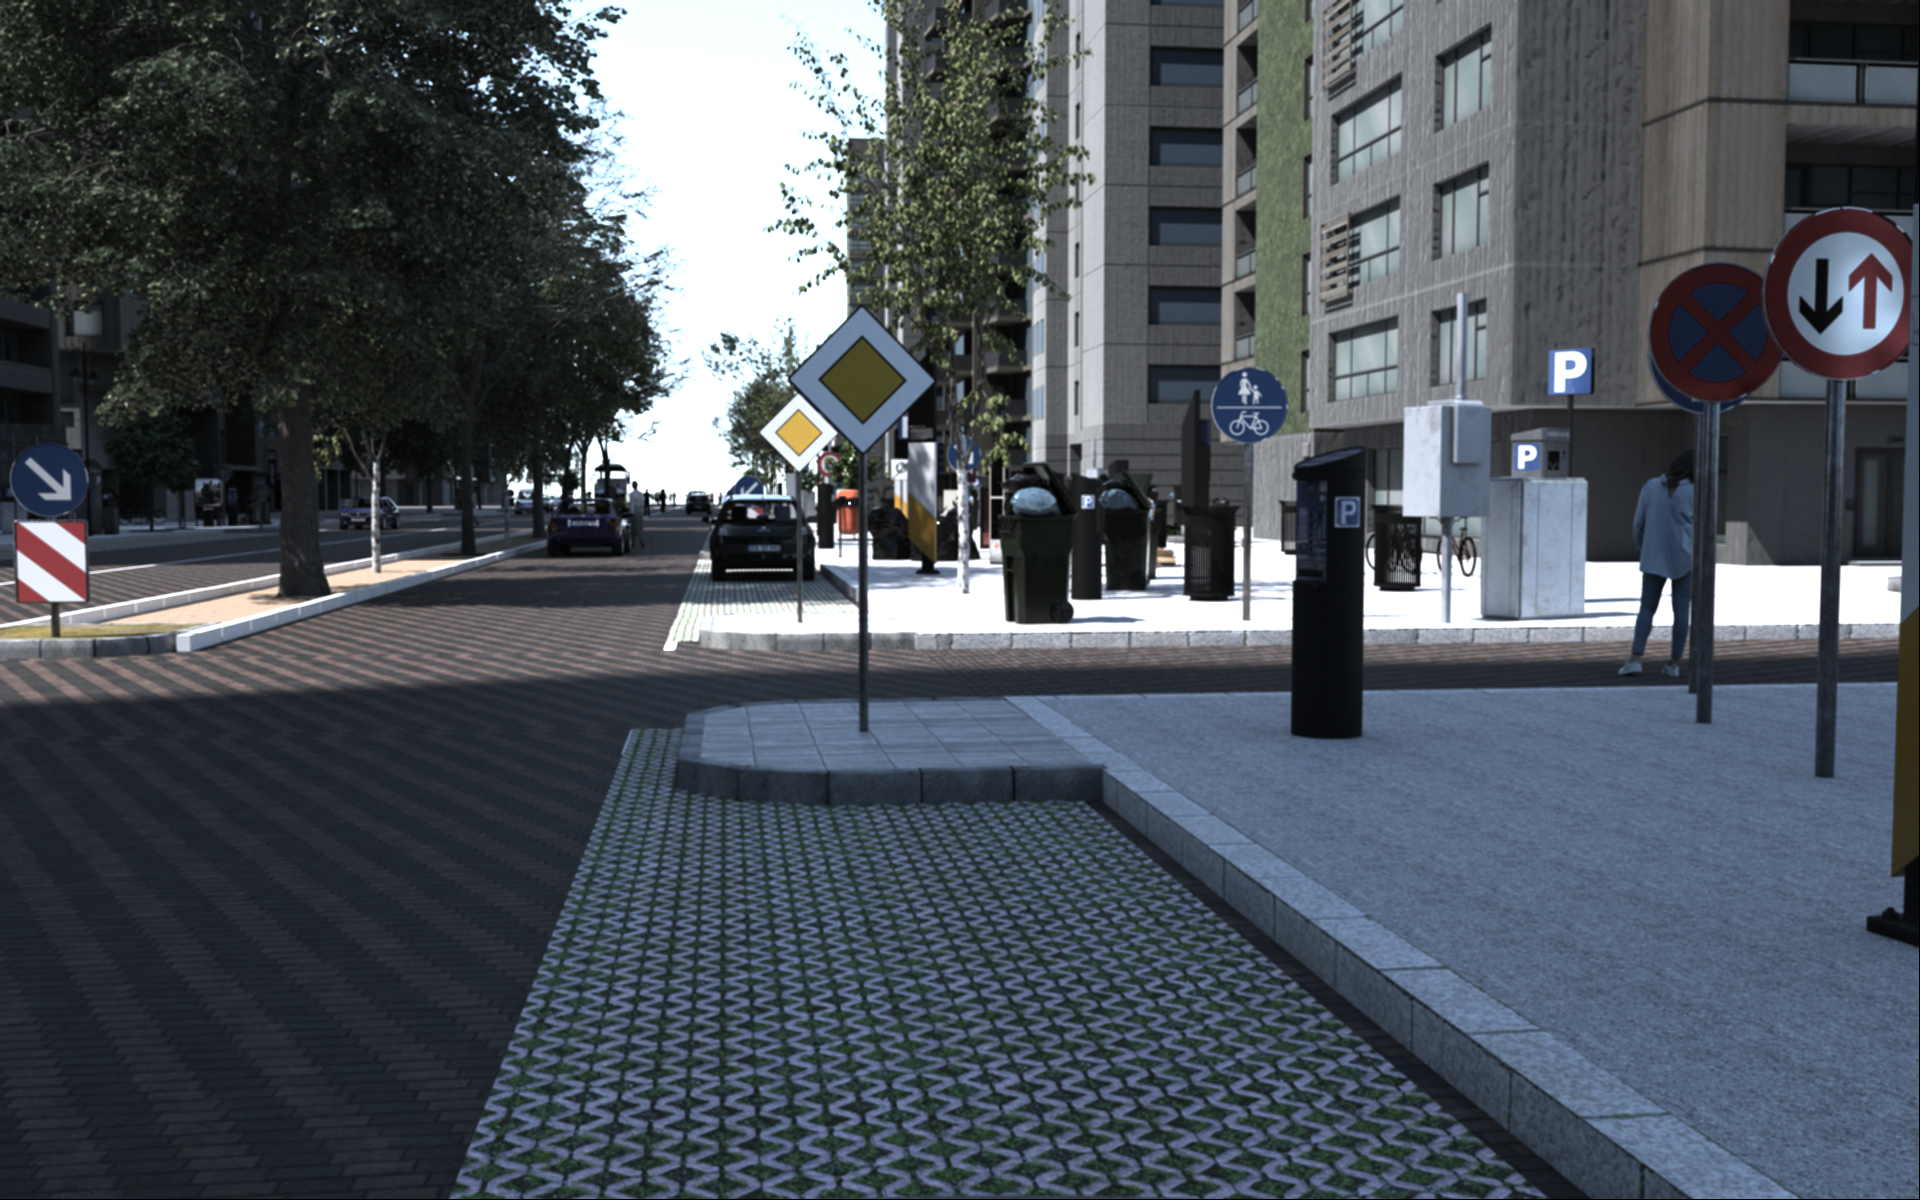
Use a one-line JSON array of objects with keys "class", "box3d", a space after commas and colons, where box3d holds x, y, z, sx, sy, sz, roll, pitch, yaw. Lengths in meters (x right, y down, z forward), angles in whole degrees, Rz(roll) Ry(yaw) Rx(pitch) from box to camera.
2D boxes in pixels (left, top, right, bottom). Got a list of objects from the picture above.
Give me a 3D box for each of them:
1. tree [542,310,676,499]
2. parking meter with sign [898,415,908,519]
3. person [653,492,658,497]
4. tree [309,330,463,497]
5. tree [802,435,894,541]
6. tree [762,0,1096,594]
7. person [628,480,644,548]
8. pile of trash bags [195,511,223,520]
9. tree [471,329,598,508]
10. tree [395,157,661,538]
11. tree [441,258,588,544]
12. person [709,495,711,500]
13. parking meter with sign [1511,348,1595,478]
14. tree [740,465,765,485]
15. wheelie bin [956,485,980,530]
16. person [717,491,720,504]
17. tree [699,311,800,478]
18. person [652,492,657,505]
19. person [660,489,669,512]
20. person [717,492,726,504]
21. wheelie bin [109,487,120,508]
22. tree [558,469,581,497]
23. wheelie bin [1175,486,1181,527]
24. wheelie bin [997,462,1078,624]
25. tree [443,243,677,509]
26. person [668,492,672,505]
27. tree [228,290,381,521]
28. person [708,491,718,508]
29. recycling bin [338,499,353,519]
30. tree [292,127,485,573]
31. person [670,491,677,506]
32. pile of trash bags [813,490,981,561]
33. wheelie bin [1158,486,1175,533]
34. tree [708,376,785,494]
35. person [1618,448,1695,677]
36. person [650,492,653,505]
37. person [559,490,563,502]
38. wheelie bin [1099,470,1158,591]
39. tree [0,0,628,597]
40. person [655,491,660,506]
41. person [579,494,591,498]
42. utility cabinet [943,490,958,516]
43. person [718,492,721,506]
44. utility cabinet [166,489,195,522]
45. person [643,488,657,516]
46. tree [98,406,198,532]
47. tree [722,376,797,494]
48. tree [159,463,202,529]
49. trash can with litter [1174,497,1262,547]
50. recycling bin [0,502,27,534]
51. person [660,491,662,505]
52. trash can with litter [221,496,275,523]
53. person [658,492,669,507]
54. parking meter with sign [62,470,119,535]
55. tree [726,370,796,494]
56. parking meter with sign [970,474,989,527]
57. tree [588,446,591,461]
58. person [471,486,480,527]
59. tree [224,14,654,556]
[{"class": "tree", "box3d": [-17.575, -9.632, 85.693, 9.928, 11.665, 9.643, 0, 3, 0]}, {"class": "parking meter with sign", "box3d": [-0.896, -2.510, 37.295, 0.543, 3.016, 1.738, -1, 4, -14]}, {"class": "person", "box3d": [-41.177, -13.839, 235.499, 1.217, 1.736, 0.721, -2, 4, -25]}, {"class": "tree", "box3d": [-33.048, -11.137, 99.094, 9.611, 12.733, 9.660, 0, 3, 0]}, {"class": "tree", "box3d": [-3.030, -3.245, 47.663, 1.663, 3.219, 1.824, 0, 3, 0]}, {"class": "tree", "box3d": [-0.123, -4.373, 21.853, 4.737, 8.622, 4.395, 0, 3, 0]}, {"class": "person", "box3d": [-8.621, -2.294, 46.241, 0.478, 1.798, 0.641, -2, 4, -31]}, {"class": "pile of trash bags", "box3d": [-38.611, -4.722, 86.955, 3.447, 1.369, 1.912, 2, 4, 30]}, {"class": "tree", "box3d": [-41.811, -18.542, 159.057, 12.611, 20.169, 13.585, 0, 3, 0]}, {"class": "tree", "box3d": [-13.553, -8.261, 55.646, 7.486, 12.596, 7.792, 0, 3, 0]}, {"class": "tree", "box3d": [-12.740, -5.849, 48.447, 4.360, 8.622, 3.978, 0, 3, 0]}, {"class": "person", "box3d": [-26.801, -10.655, 185.940, 0.599, 1.433, 0.991, 2, 4, 29]}, {"class": "parking meter with sign", "box3d": [6.774, -1.471, 20.320, 0.543, 3.016, 1.738, 3, 5, 44]}, {"class": "tree", "box3d": [-22.820, -12.641, 190.389, 4.285, 4.588, 4.351, 0, 3, 0]}, {"class": "wheelie bin", "box3d": [0.288, -3.339, 62.503, 0.693, 1.594, 0.980, -3, 4, -38]}, {"class": "person", "box3d": [-32.925, -14.010, 237.707, 1.348, 1.807, 0.705, 3, 5, 45]}, {"class": "tree", "box3d": [-19.591, -19.700, 177.991, 12.611, 20.169, 13.585, 0, 3, 0]}, {"class": "person", "box3d": [-38.906, -12.966, 221.181, 1.217, 1.739, 0.721, 0, 4, -2]}, {"class": "person", "box3d": [-23.278, -7.821, 135.997, 0.705, 1.869, 1.348, -3, 5, -40]}, {"class": "person", "box3d": [-30.082, -12.765, 217.925, 1.217, 1.735, 0.721, 0, 4, -6]}, {"class": "wheelie bin", "box3d": [-36.442, -4.062, 74.326, 0.693, 1.594, 0.980, -2, 4, -33]}, {"class": "tree", "box3d": [-48.691, -14.184, 215.625, 4.285, 4.588, 4.351, 0, 3, 0]}, {"class": "wheelie bin", "box3d": [8.216, -3.447, 64.272, 0.980, 1.594, 0.693, 0, 4, 0]}, {"class": "wheelie bin", "box3d": [0.759, -0.572, 17.256, 0.693, 1.594, 0.980, -1, 4, -18]}, {"class": "tree", "box3d": [-14.653, -7.759, 63.725, 8.767, 10.594, 7.601, 0, 4, -8]}, {"class": "person", "box3d": [-39.089, -13.729, 233.648, 1.217, 1.739, 0.721, 2, 4, 32]}, {"class": "tree", "box3d": [-30.811, -9.529, 81.562, 9.928, 11.665, 9.643, 0, 3, 0]}, {"class": "person", "box3d": [-24.578, -9.969, 172.171, 1.217, 1.739, 0.721, 2, 4, 25]}, {"class": "recycling bin", "box3d": [-31.198, -4.631, 88.273, 0.722, 1.027, 0.722, 3, 5, 43]}, {"class": "tree", "box3d": [-10.609, -4.797, 31.252, 4.737, 8.622, 4.395, 0, 3, 0]}, {"class": "person", "box3d": [-33.546, -11.906, 203.104, 0.705, 1.831, 1.348, 2, 4, 24]}, {"class": "pile of trash bags", "box3d": [-1.212, -1.510, 34.442, 3.447, 1.369, 1.912, 3, 5, 40]}, {"class": "wheelie bin", "box3d": [2.598, -1.115, 26.141, 0.980, 1.594, 0.693, 3, 4, 37]}, {"class": "tree", "box3d": [-15.258, -12.344, 136.233, 8.767, 10.594, 7.601, -3, 4, -36]}, {"class": "person", "box3d": [5.555, -0.297, 13.623, 0.793, 1.790, 0.793, 0, 4, -4]}, {"class": "person", "box3d": [-40.605, -13.382, 228.005, 0.721, 1.735, 1.217, -1, 4, -20]}, {"class": "person", "box3d": [-35.293, -8.888, 153.783, 0.705, 1.831, 1.348, 0, 4, 6]}, {"class": "wheelie bin", "box3d": [2.222, -0.933, 23.164, 0.693, 1.594, 0.980, 1, 4, 10]}, {"class": "tree", "box3d": [-9.198, -7.016, 23.830, 9.857, 13.997, 8.962, 0, 3, 0]}, {"class": "person", "box3d": [-36.405, -12.262, 208.964, 0.705, 1.826, 1.348, 1, 4, 18]}, {"class": "person", "box3d": [-32.041, -8.482, 148.009, 1.217, 1.723, 0.721, -1, 4, -22]}, {"class": "utility cabinet", "box3d": [-0.289, -4.925, 89.208, 1.173, 1.500, 0.318, 3, 4, 36]}, {"class": "person", "box3d": [-29.595, -12.477, 213.430, 0.436, 1.711, 0.756, -1, 4, -16]}, {"class": "utility cabinet", "box3d": [-35.892, -4.348, 79.775, 1.173, 1.500, 0.318, -2, 4, -33]}, {"class": "person", "box3d": [-20.387, -6.381, 112.845, 1.348, 1.821, 0.705, -2, 4, -32]}, {"class": "tree", "box3d": [-27.582, -4.608, 59.055, 4.285, 4.588, 4.351, 0, 3, 0]}, {"class": "tree", "box3d": [-17.056, -13.988, 154.454, 9.928, 11.665, 9.643, 0, 3, 0]}, {"class": "tree", "box3d": [-28.387, -4.190, 63.115, 1.663, 3.219, 1.824, 0, 3, 0]}, {"class": "trash can with litter", "box3d": [6.172, -1.907, 42.237, 1.678, 1.210, 2.233, -2, 4, -34]}, {"class": "recycling bin", "box3d": [-30.436, -2.640, 55.720, 0.722, 1.027, 0.722, -2, 4, -30]}, {"class": "person", "box3d": [-24.532, -8.180, 142.924, 0.721, 1.739, 1.217, 0, 4, 2]}, {"class": "trash can with litter", "box3d": [-32.034, -4.072, 77.642, 2.233, 1.210, 1.678, 1, 4, 18]}, {"class": "person", "box3d": [-31.637, -10.809, 185.172, 1.348, 1.831, 0.705, 1, 4, 21]}, {"class": "parking meter with sign", "box3d": [-27.625, -3.586, 54.891, 1.738, 3.016, 0.543, 0, 4, -2]}, {"class": "tree", "box3d": [-11.388, -9.593, 107.207, 4.360, 8.622, 3.978, 0, 3, 0]}, {"class": "parking meter with sign", "box3d": [0.862, -4.346, 67.313, 0.543, 3.016, 1.738, 2, 4, 33]}, {"class": "tree", "box3d": [-50.700, -16.986, 228.088, 4.360, 8.622, 3.978, 0, 3, 0]}, {"class": "person", "box3d": [-21.134, -4.064, 75.299, 0.624, 1.780, 0.694, -2, 4, -35]}, {"class": "tree", "box3d": [-11.477, -7.776, 39.963, 12.009, 13.543, 11.850, 0, 3, 0]}]
